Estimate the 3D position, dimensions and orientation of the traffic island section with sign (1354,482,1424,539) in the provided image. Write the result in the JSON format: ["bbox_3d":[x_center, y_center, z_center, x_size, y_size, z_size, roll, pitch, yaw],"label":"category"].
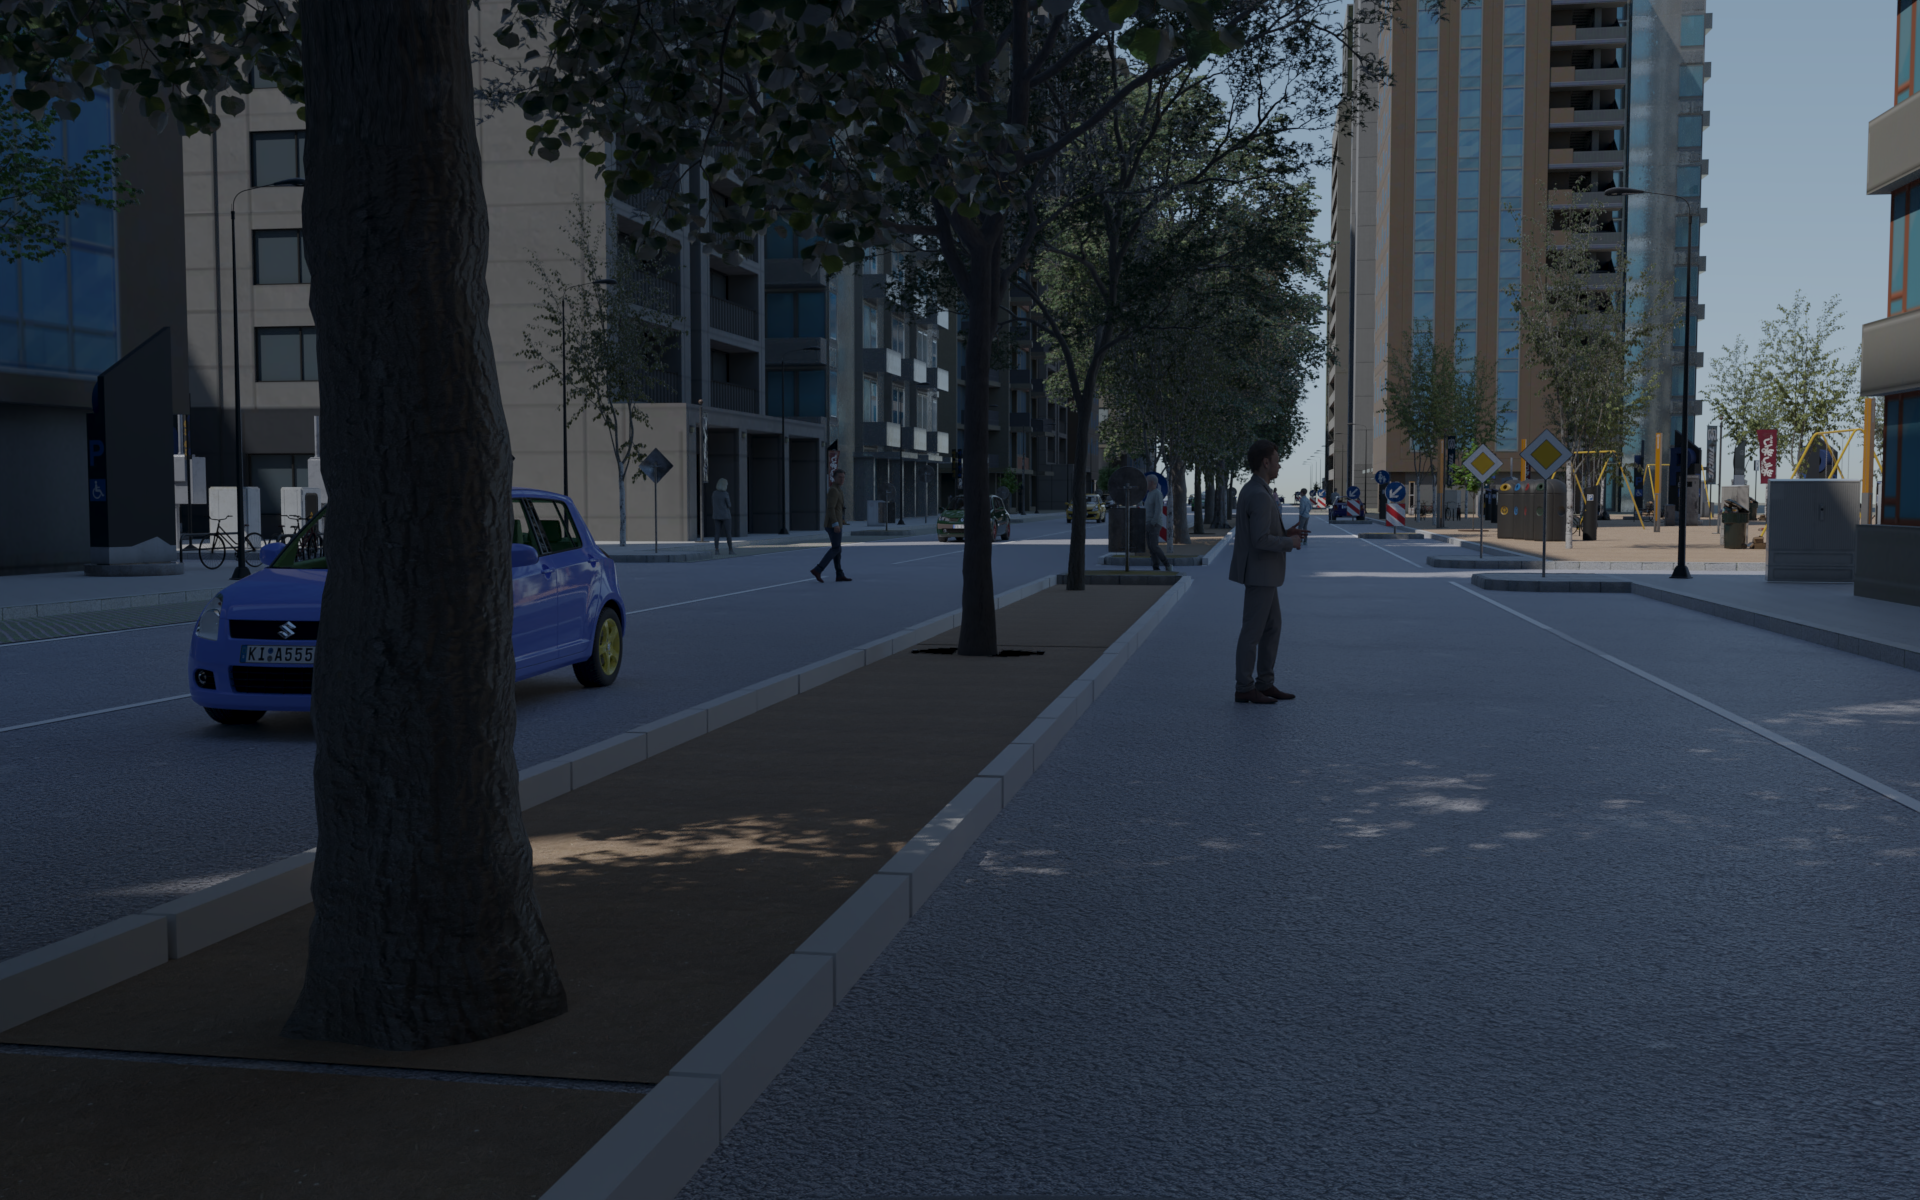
[{"bbox_3d":[13.921,-2.899,56.024,1.989,1.847,2.006,1,4,10],"label":"traffic island section with sign"}]

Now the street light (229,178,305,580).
[{"bbox_3d":[-10.232,-3.251,25.687,1.470,5.913,1.316,1,4,10],"label":"street light"}]

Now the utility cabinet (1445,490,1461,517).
[{"bbox_3d":[26.882,-5.262,94.708,0.318,1.500,1.173,-2,4,-25],"label":"utility cabinet"}]

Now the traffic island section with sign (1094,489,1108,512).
[{"bbox_3d":[10.902,-7.783,135.885,1.989,1.847,2.006,1,4,10],"label":"traffic island section with sign"}]

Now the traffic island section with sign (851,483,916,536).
[{"bbox_3d":[-2.600,-3.145,60.043,1.989,1.847,2.006,1,4,10],"label":"traffic island section with sign"}]

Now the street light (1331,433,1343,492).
[{"bbox_3d":[28.991,-9.682,130.844,1.470,5.913,1.316,1,4,10],"label":"street light"}]

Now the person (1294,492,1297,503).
[{"bbox_3d":[50.826,-15.517,262.217,1.348,1.822,0.705,-1,4,-14],"label":"person"}]

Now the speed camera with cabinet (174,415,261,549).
[{"bbox_3d":[-17.506,-2.831,40.618,2.038,3.252,0.660,1,4,9],"label":"speed camera with cabinet"}]

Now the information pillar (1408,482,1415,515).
[{"bbox_3d":[27.099,-6.083,103.947,0.304,2.012,0.304,0,4,7],"label":"information pillar"}]

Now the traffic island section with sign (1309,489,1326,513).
[{"bbox_3d":[27.611,-7.603,132.932,1.989,1.847,2.006,1,4,10],"label":"traffic island section with sign"}]

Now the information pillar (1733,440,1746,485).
[{"bbox_3d":[33.675,-5.107,74.848,0.504,3.616,0.183,-1,4,-8],"label":"information pillar"}]

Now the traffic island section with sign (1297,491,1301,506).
[{"bbox_3d":[32.385,-9.237,159.659,1.989,1.847,2.006,1,4,10],"label":"traffic island section with sign"}]

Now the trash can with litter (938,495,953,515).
[{"bbox_3d":[-0.657,-5.958,108.475,1.678,1.210,2.233,-2,4,-24],"label":"trash can with litter"}]

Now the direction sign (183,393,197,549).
[{"bbox_3d":[-17.487,-2.891,39.267,0.379,3.537,0.876,-2,4,-32],"label":"direction sign"}]

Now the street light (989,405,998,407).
[{"bbox_3d":[1.294,-7.206,90.358,1.470,5.913,1.316,1,4,10],"label":"street light"}]

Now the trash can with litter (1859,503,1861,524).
[{"bbox_3d":[27.403,-2.554,53.147,1.055,1.170,0.624,-3,5,-40],"label":"trash can with litter"}]

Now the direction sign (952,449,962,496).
[{"bbox_3d":[-0.159,-5.825,87.228,0.379,3.537,0.876,-2,4,-34],"label":"direction sign"}]

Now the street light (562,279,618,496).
[{"bbox_3d":[-8.070,-3.979,37.596,1.470,5.913,1.316,1,4,10],"label":"street light"}]

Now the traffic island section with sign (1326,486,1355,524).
[{"bbox_3d":[18.773,-4.568,83.310,1.989,1.847,2.006,1,4,10],"label":"traffic island section with sign"}]

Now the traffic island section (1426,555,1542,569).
[{"bbox_3d":[10.414,-0.751,34.555,2.009,0.180,2.903,1,4,10],"label":"traffic island section"}]

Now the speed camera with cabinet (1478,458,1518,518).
[{"bbox_3d":[29.305,-6.120,94.397,0.660,3.252,2.038,-3,5,-45],"label":"speed camera with cabinet"}]

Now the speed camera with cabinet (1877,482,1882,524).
[{"bbox_3d":[13.217,-1.764,23.175,0.660,3.252,2.038,-1,4,-9],"label":"speed camera with cabinet"}]

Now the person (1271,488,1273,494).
[{"bbox_3d":[14.739,-4.446,82.202,0.522,1.701,0.512,0,4,-8],"label":"person"}]

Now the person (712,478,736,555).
[{"bbox_3d":[-5.582,-1.961,40.754,0.537,1.800,0.526,3,4,38],"label":"person"}]

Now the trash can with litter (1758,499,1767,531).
[{"bbox_3d":[28.684,-2.999,60.086,2.233,1.210,1.678,0,4,3],"label":"trash can with litter"}]

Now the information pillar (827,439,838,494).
[{"bbox_3d":[-5.368,-5.006,73.210,0.504,3.616,0.183,1,4,15],"label":"information pillar"}]

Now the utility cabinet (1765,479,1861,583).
[{"bbox_3d":[12.283,-0.996,24.957,1.173,1.500,0.318,1,4,18],"label":"utility cabinet"}]

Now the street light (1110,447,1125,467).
[{"bbox_3d":[14.821,-11.836,166.055,1.470,5.913,1.316,1,4,10],"label":"street light"}]

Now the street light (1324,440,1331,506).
[{"bbox_3d":[32.202,-10.752,148.333,1.470,5.913,1.316,1,4,10],"label":"street light"}]

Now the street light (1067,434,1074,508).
[{"bbox_3d":[8.725,-9.722,131.503,1.470,5.913,1.316,1,4,10],"label":"street light"}]

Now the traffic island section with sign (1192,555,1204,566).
[{"bbox_3d":[3.965,-1.665,35.355,2.006,1.907,1.989,1,4,10],"label":"traffic island section with sign"}]

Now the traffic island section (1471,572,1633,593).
[{"bbox_3d":[9.013,-0.270,26.693,2.009,0.180,2.903,1,4,10],"label":"traffic island section"}]

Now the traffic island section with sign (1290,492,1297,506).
[{"bbox_3d":[41.929,-12.517,213.277,1.989,1.847,2.006,1,4,10],"label":"traffic island section with sign"}]

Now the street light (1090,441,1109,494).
[{"bbox_3d":[11.773,-10.770,148.630,1.470,5.913,1.316,1,4,10],"label":"street light"}]

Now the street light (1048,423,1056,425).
[{"bbox_3d":[5.578,-8.623,113.528,1.470,5.913,1.316,1,4,10],"label":"street light"}]

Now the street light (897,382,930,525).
[{"bbox_3d":[-1.929,-6.089,72.091,1.470,5.913,1.316,1,4,10],"label":"street light"}]

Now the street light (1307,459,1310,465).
[{"bbox_3d":[43.303,-14.571,210.783,1.470,5.913,1.316,1,4,10],"label":"street light"}]

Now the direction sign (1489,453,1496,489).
[{"bbox_3d":[29.611,-6.411,96.815,0.379,3.537,0.876,-2,4,-28],"label":"direction sign"}]

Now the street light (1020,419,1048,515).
[{"bbox_3d":[4.466,-8.252,107.463,1.470,5.913,1.316,1,4,10],"label":"street light"}]

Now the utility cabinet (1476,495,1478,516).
[{"bbox_3d":[30.982,-5.642,103.405,0.306,1.237,1.020,1,4,11],"label":"utility cabinet"}]

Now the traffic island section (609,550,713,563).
[{"bbox_3d":[-6.609,-0.936,37.581,2.009,0.180,2.903,1,4,10],"label":"traffic island section"}]

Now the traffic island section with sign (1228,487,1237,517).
[{"bbox_3d":[17.135,-6.190,109.335,2.006,1.907,1.989,1,4,10],"label":"traffic island section with sign"}]

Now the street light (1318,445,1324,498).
[{"bbox_3d":[35.209,-11.800,165.468,1.470,5.913,1.316,1,4,10],"label":"street light"}]

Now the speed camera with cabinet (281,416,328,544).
[{"bbox_3d":[-16.188,-2.991,43.237,0.660,3.252,2.038,0,4,7],"label":"speed camera with cabinet"}]

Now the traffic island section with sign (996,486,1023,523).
[{"bbox_3d":[2.122,-4.768,86.583,1.989,1.847,2.006,1,4,10],"label":"traffic island section with sign"}]

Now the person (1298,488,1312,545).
[{"bbox_3d":[9.662,-2.347,48.688,0.589,1.601,0.330,-3,5,-41],"label":"person"}]

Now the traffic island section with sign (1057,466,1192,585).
[{"bbox_3d":[2.656,-1.219,28.064,2.006,1.907,1.989,1,4,10],"label":"traffic island section with sign"}]

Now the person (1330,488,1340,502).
[{"bbox_3d":[22.873,-5.916,105.431,0.606,1.804,0.583,2,4,29],"label":"person"}]

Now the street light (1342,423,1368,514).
[{"bbox_3d":[26.025,-8.618,113.440,1.470,5.913,1.316,1,4,10],"label":"street light"}]

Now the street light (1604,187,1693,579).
[{"bbox_3d":[10.456,-3.289,26.311,1.470,5.913,1.316,1,4,10],"label":"street light"}]

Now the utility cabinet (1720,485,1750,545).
[{"bbox_3d":[19.008,-2.071,42.535,0.318,1.500,1.173,0,4,7],"label":"utility cabinet"}]

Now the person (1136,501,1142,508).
[{"bbox_3d":[10.675,-5.744,102.637,0.478,1.798,0.641,-2,4,-27],"label":"person"}]

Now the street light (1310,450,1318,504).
[{"bbox_3d":[40.080,-13.476,192.866,1.470,5.913,1.316,1,4,10],"label":"street light"}]

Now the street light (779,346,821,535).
[{"bbox_3d":[-5.063,-5.027,54.730,1.470,5.913,1.316,1,4,10],"label":"street light"}]

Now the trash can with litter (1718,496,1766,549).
[{"bbox_3d":[18.309,-1.775,40.405,1.055,1.170,0.624,0,4,3],"label":"trash can with litter"}]
